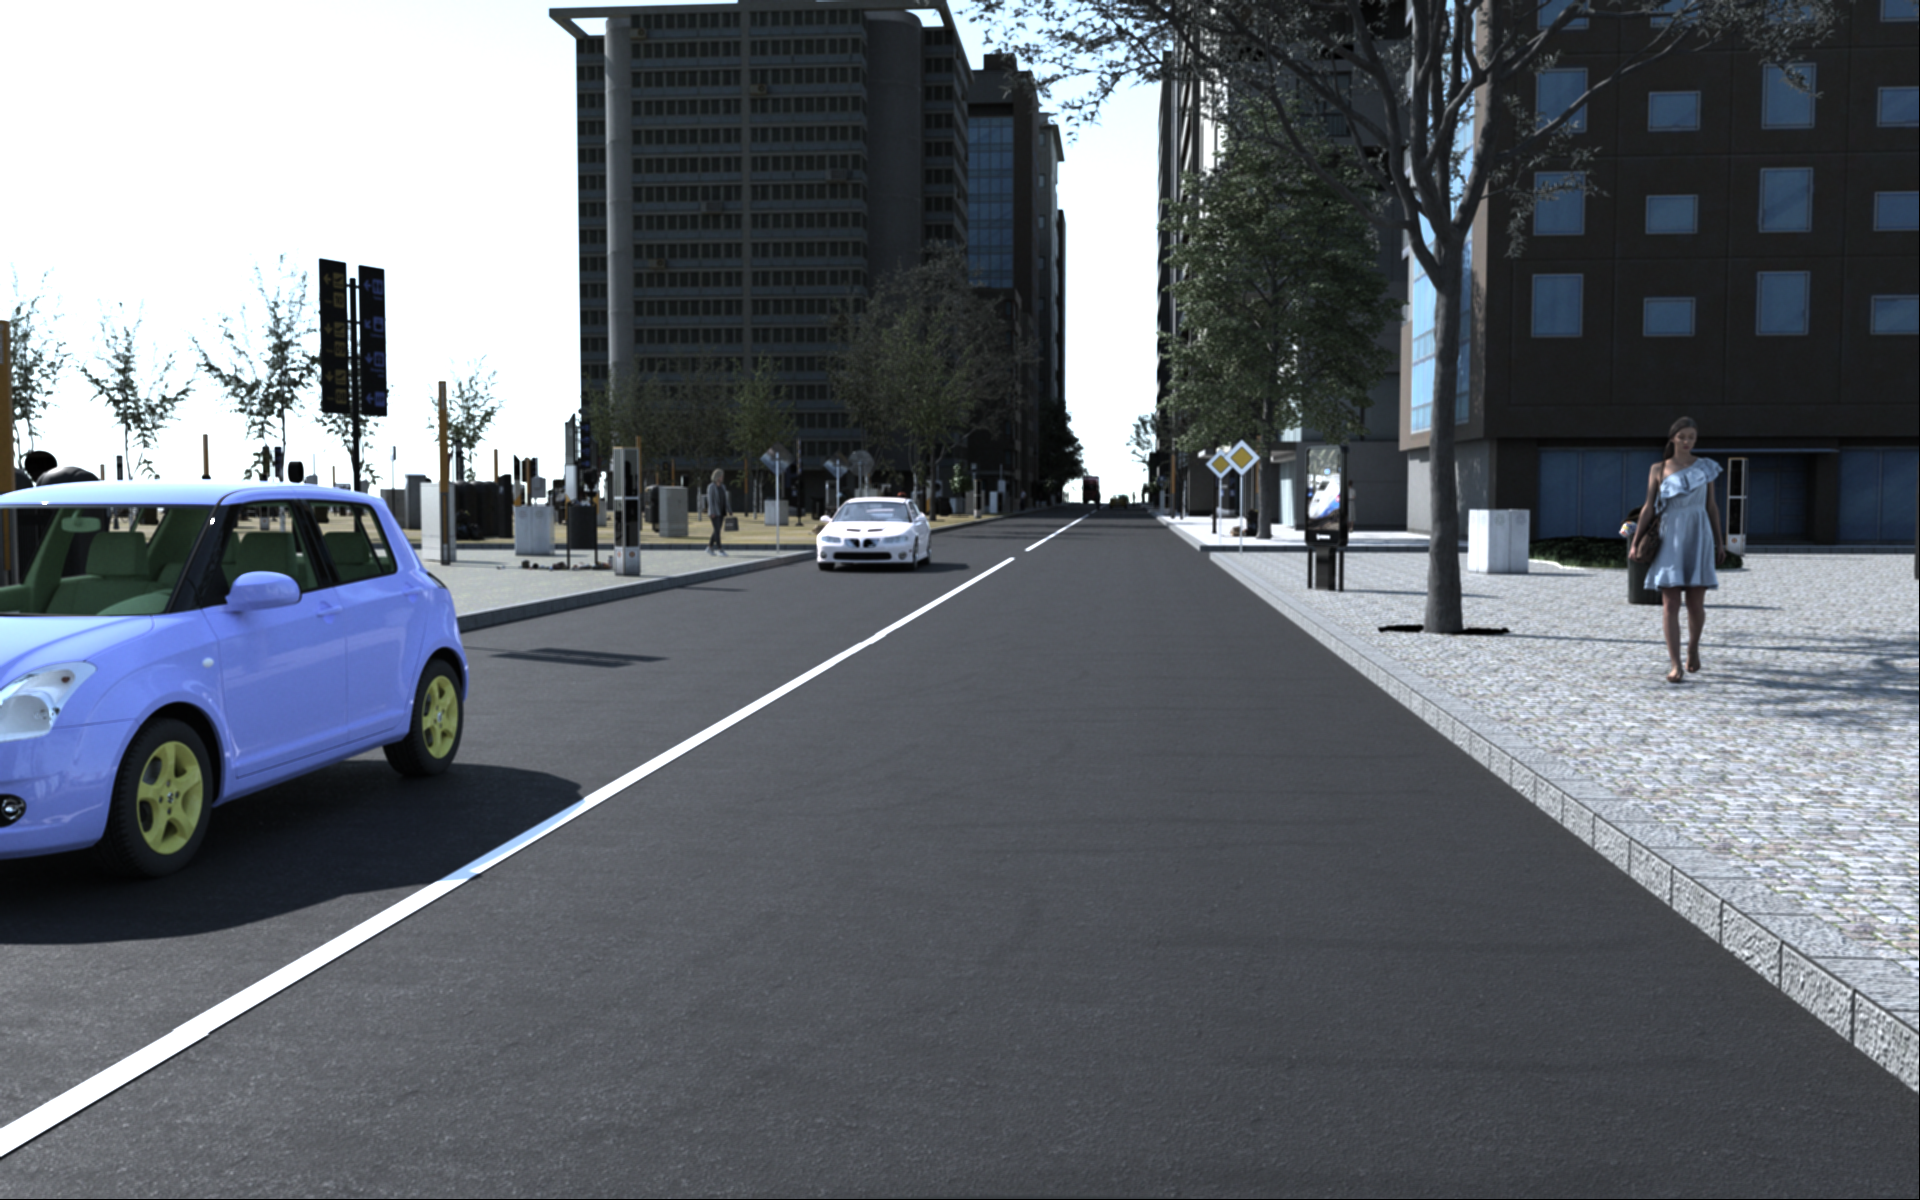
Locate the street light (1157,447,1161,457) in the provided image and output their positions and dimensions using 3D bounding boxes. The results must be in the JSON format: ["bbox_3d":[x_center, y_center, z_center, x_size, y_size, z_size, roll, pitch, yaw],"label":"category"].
[{"bbox_3d":[15.549,-9.794,132.912,0.468,5.910,1.993,0,4,5],"label":"street light"}]

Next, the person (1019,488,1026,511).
[{"bbox_3d":[4.644,-7.484,129.338,0.436,1.711,0.756,-1,4,-17],"label":"person"}]

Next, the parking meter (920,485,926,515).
[{"bbox_3d":[-2.257,-6.131,105.949,0.255,1.863,0.399,-3,5,-45],"label":"parking meter"}]

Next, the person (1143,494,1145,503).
[{"bbox_3d":[27.335,-15.343,257.697,0.445,1.727,0.742,1,4,14],"label":"person"}]

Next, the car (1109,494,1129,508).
[{"bbox_3d":[15.944,-10.035,174.300,2.015,1.641,3.980,0,4,7],"label":"car"}]

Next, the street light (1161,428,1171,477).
[{"bbox_3d":[14.206,-8.906,118.404,0.468,5.910,1.993,0,4,5],"label":"street light"}]

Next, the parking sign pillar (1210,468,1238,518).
[{"bbox_3d":[13.989,-6.310,91.640,1.447,3.967,1.447,-2,4,-32],"label":"parking sign pillar"}]

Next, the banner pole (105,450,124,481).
[{"bbox_3d":[-47.426,-6.575,97.526,0.401,3.779,0.863,2,4,24],"label":"banner pole"}]

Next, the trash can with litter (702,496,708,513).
[{"bbox_3d":[-16.699,-6.327,114.838,0.624,1.170,1.055,1,4,9],"label":"trash can with litter"}]

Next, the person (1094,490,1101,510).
[{"bbox_3d":[12.624,-9.184,158.747,0.705,1.814,1.350,-1,4,-20],"label":"person"}]

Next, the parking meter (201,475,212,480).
[{"bbox_3d":[-23.315,-2.932,53.647,0.255,1.863,0.399,-1,4,-16],"label":"parking meter"}]

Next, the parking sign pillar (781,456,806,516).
[{"bbox_3d":[-9.609,-6.803,99.696,1.447,3.967,1.447,-2,4,-30],"label":"parking sign pillar"}]

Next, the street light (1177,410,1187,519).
[{"bbox_3d":[11.198,-7.007,87.347,0.468,5.910,1.993,0,4,5],"label":"street light"}]

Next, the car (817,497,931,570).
[{"bbox_3d":[-1.626,-1.326,34.036,2.083,1.381,4.827,0,4,4],"label":"car"}]

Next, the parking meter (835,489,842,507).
[{"bbox_3d":[-6.666,-5.291,94.925,0.372,1.533,0.369,0,3,0],"label":"parking meter"}]

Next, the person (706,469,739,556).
[{"bbox_3d":[-4.990,-1.819,35.970,0.728,1.800,0.709,3,4,38],"label":"person"}]

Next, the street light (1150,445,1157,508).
[{"bbox_3d":[18.476,-11.694,163.977,0.468,5.910,1.993,0,4,5],"label":"street light"}]

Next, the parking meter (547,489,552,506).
[{"bbox_3d":[-22.267,-5.253,94.291,0.372,1.533,0.369,0,3,0],"label":"parking meter"}]

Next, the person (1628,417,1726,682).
[{"bbox_3d":[4.994,-0.362,12.059,0.616,1.811,0.778,2,4,27],"label":"person"}]

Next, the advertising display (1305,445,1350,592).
[{"bbox_3d":[4.882,-1.093,23.080,0.123,1.923,0.974,-1,4,-17],"label":"advertising display"}]

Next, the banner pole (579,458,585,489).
[{"bbox_3d":[-23.026,-7.013,104.679,0.863,3.779,0.401,-3,4,-39],"label":"banner pole"}]

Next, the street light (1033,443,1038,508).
[{"bbox_3d":[6.687,-11.091,154.122,0.468,5.910,1.993,0,4,5],"label":"street light"}]

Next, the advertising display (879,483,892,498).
[{"bbox_3d":[-4.418,-5.973,102.864,0.123,1.923,0.974,3,4,38],"label":"advertising display"}]

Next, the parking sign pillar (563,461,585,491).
[{"bbox_3d":[-25.108,-7.595,112.647,1.447,3.967,1.447,1,4,11],"label":"parking sign pillar"}]

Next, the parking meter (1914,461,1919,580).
[{"bbox_3d":[14.497,-1.233,25.865,0.255,1.863,0.399,0,4,-4],"label":"parking meter"}]

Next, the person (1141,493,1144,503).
[{"bbox_3d":[26.935,-15.202,255.520,0.541,1.710,0.530,-2,4,-27],"label":"person"}]

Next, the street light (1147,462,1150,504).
[{"bbox_3d":[21.462,-13.604,195.206,0.468,5.910,1.993,0,4,5],"label":"street light"}]

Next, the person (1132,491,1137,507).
[{"bbox_3d":[19.714,-11.469,196.027,0.705,1.822,1.348,1,4,21],"label":"person"}]

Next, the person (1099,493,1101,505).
[{"bbox_3d":[17.097,-12.364,212.128,0.415,1.643,0.593,1,4,16],"label":"person"}]

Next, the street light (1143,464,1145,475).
[{"bbox_3d":[23.332,-14.813,214.980,0.468,5.910,1.993,0,4,5],"label":"street light"}]

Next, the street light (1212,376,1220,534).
[{"bbox_3d":[8.261,-5.094,56.068,0.468,5.910,1.993,0,4,5],"label":"street light"}]

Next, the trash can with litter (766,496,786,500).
[{"bbox_3d":[-10.164,-5.213,96.617,1.055,1.170,0.624,0,4,7],"label":"trash can with litter"}]

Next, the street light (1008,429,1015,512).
[{"bbox_3d":[3.643,-9.165,122.641,0.468,5.910,1.993,0,4,5],"label":"street light"}]

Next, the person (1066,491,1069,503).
[{"bbox_3d":[14.984,-14.306,240.872,0.530,1.710,0.541,0,4,-2],"label":"person"}]

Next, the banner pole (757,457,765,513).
[{"bbox_3d":[-13.507,-7.764,116.957,0.401,3.779,0.863,3,5,43],"label":"banner pole"}]

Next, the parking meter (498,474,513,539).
[{"bbox_3d":[-13.168,-2.717,50.132,0.399,1.863,0.255,3,5,40],"label":"parking meter"}]

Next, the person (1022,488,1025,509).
[{"bbox_3d":[5.416,-8.661,147.670,0.705,1.821,1.348,0,4,-8],"label":"person"}]

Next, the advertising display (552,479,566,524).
[{"bbox_3d":[-17.035,-4.216,74.144,0.123,1.923,0.974,2,4,34],"label":"advertising display"}]

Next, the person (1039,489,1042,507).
[{"bbox_3d":[7.985,-10.008,170.352,0.721,1.739,1.217,0,4,7],"label":"person"}]

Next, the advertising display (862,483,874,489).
[{"bbox_3d":[-5.563,-6.019,103.618,0.974,1.923,0.123,2,4,33],"label":"advertising display"}]

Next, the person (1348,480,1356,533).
[{"bbox_3d":[12.886,-3.112,57.501,0.480,1.755,0.524,-2,4,-27],"label":"person"}]

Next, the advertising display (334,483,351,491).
[{"bbox_3d":[-36.179,-5.890,101.517,0.974,1.923,0.123,-1,4,-16],"label":"advertising display"}]

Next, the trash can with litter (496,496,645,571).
[{"bbox_3d":[-6.824,-1.144,29.760,2.233,1.210,1.678,1,4,10],"label":"trash can with litter"}]

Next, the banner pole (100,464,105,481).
[{"bbox_3d":[-62.053,-8.295,125.634,0.401,3.779,0.863,1,4,20],"label":"banner pole"}]

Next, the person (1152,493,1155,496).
[{"bbox_3d":[23.359,-12.226,206.027,1.348,1.812,0.705,1,4,18],"label":"person"}]

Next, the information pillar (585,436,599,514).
[{"bbox_3d":[-13.913,-4.536,65.514,0.504,3.616,0.183,1,4,20],"label":"information pillar"}]

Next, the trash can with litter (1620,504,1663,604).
[{"bbox_3d":[8.056,-0.553,20.430,0.624,1.170,1.055,1,4,15],"label":"trash can with litter"}]

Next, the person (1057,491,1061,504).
[{"bbox_3d":[12.733,-13.162,222.175,0.436,1.711,0.756,0,4,-7],"label":"person"}]

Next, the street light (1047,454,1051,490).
[{"bbox_3d":[9.506,-12.991,185.198,0.468,5.910,1.993,0,4,5],"label":"street light"}]

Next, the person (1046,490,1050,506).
[{"bbox_3d":[9.254,-10.693,181.430,0.434,1.755,0.990,-1,4,-12],"label":"person"}]

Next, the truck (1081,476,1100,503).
[{"bbox_3d":[20.400,-17.175,269.730,2.839,4.237,11.283,0,4,6],"label":"truck"}]

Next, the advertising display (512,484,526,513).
[{"bbox_3d":[-28.778,-6.583,112.843,0.974,1.923,0.123,-3,5,-43],"label":"advertising display"}]

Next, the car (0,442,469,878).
[{"bbox_3d":[-3.632,0.118,7.668,1.945,1.707,3.694,0,4,7],"label":"car"}]

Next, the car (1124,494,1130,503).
[{"bbox_3d":[25.913,-16.230,274.155,1.959,1.807,4.718,0,4,7],"label":"car"}]

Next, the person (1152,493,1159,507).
[{"bbox_3d":[19.423,-10.008,170.394,1.217,1.743,0.721,2,4,34],"label":"person"}]

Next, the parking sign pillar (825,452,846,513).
[{"bbox_3d":[-7.921,-7.486,110.865,1.447,3.967,1.447,1,4,18],"label":"parking sign pillar"}]

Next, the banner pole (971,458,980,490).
[{"bbox_3d":[1.106,-7.926,119.612,0.863,3.779,0.401,2,4,25],"label":"banner pole"}]

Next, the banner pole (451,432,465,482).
[{"bbox_3d":[-20.302,-4.884,69.867,0.401,3.779,0.863,1,4,20],"label":"banner pole"}]
